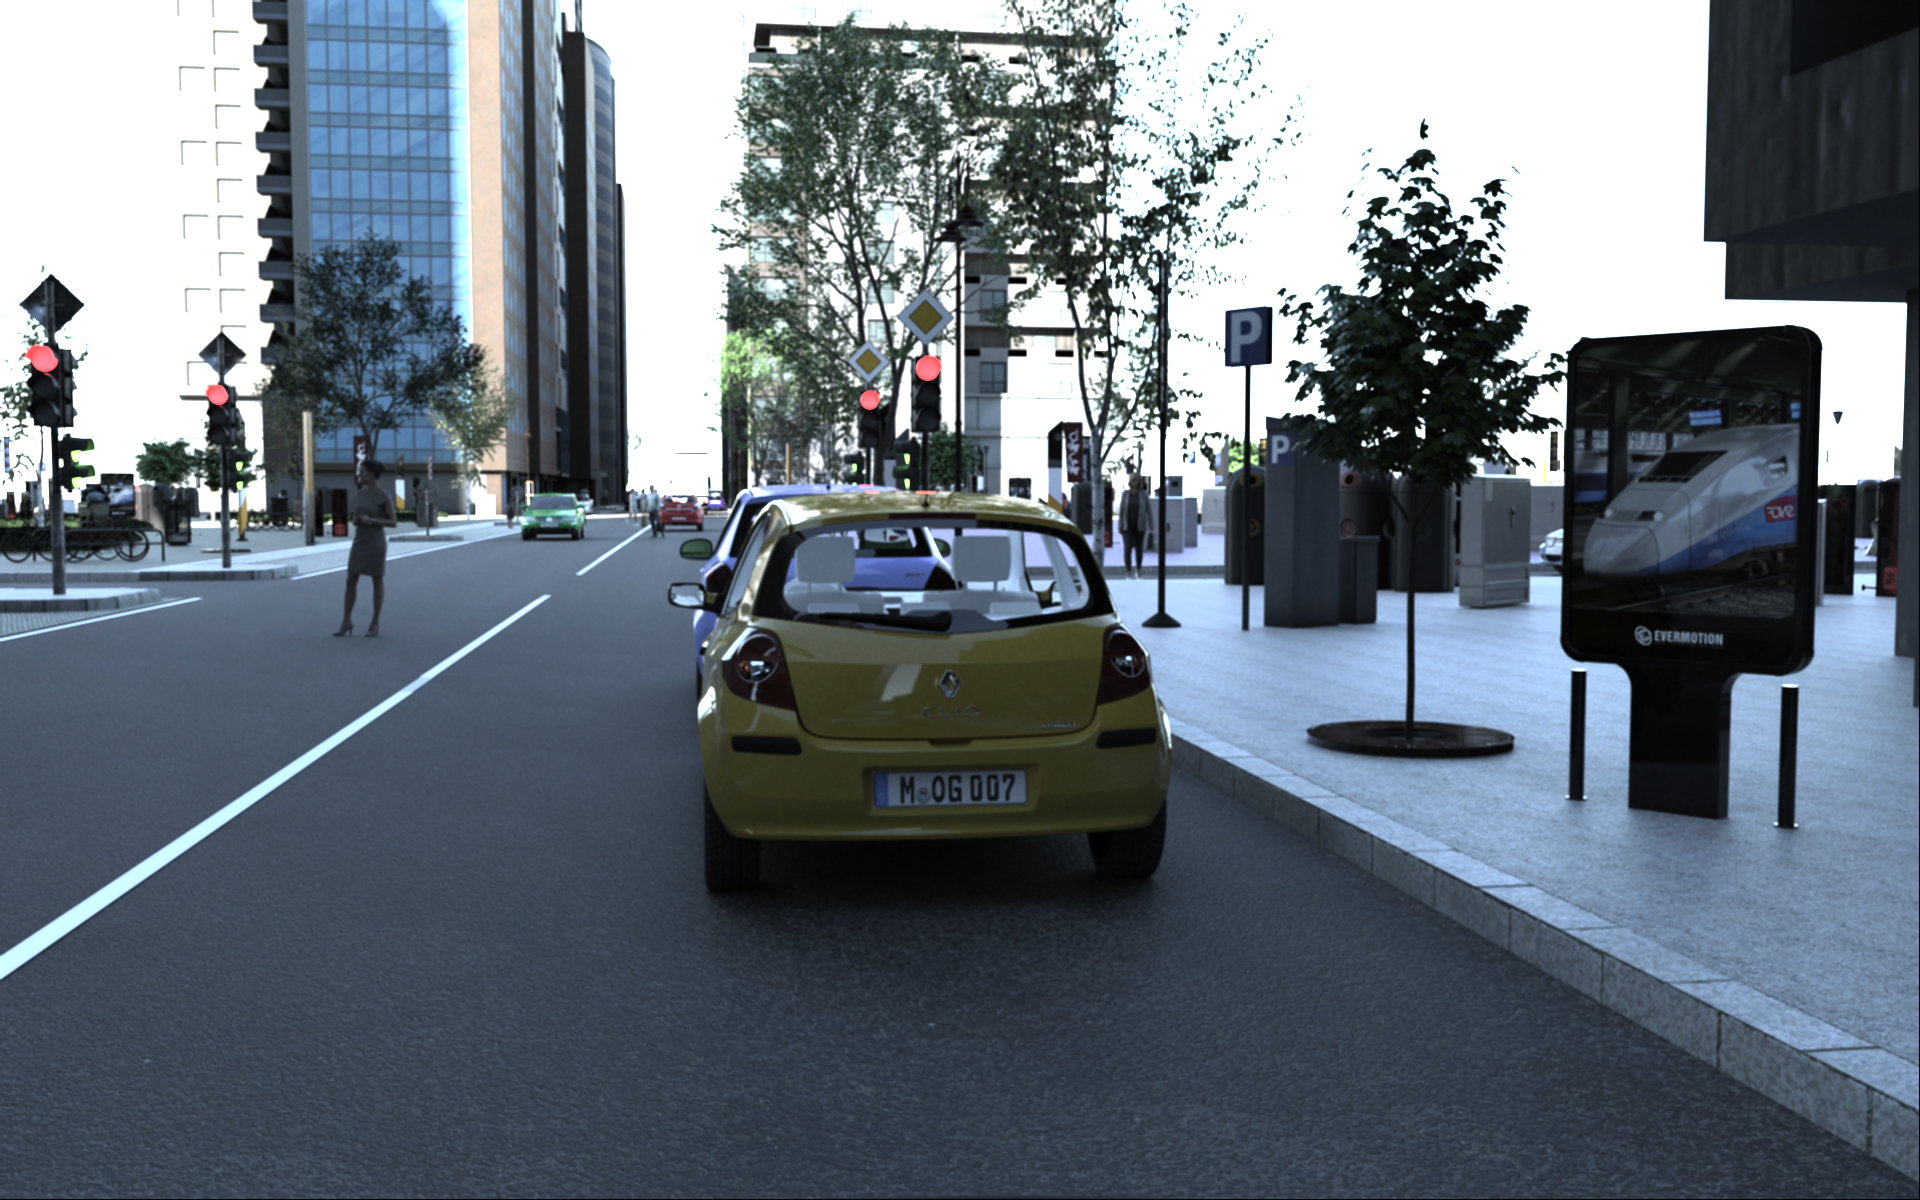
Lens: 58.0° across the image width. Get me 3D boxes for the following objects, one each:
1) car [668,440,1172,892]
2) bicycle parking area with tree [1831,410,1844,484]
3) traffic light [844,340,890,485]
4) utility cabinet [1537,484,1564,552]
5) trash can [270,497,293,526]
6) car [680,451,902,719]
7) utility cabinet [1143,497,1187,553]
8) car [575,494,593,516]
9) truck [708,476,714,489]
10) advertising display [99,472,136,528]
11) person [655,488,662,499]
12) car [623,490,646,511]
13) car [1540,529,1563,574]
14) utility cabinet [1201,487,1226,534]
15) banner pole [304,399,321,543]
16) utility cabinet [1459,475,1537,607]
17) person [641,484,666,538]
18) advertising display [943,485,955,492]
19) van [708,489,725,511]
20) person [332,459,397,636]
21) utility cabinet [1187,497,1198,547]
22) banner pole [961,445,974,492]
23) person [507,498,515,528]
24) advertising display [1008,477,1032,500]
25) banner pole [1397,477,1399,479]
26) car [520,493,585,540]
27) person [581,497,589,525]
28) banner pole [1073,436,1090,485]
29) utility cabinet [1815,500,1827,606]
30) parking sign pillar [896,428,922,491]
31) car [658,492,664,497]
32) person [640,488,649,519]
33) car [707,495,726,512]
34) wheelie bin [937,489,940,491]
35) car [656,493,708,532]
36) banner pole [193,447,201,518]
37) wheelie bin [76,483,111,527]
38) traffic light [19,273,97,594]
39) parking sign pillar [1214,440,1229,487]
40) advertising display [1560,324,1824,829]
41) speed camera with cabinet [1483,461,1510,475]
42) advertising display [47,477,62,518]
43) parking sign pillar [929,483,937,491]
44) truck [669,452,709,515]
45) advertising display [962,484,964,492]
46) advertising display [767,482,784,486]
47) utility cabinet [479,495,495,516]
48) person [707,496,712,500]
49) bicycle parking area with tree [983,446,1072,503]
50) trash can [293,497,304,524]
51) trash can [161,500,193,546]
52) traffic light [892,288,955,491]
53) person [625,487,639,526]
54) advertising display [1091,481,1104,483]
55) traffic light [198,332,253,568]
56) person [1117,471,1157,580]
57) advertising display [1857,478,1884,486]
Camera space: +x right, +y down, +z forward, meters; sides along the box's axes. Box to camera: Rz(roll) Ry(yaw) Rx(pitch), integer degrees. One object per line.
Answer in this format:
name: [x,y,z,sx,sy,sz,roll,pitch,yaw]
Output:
car: [-0.301,0.151,7.759,2.015,1.641,3.980,0,4,-8]
bicycle parking area with tree: [27.674,-4.382,58.648,8.231,4.147,9.016,-1,4,-9]
traffic light: [-1.692,-2.614,31.666,0.839,4.253,0.868,-1,4,-9]
utility cabinet: [12.798,-1.779,37.772,1.173,1.500,0.318,2,4,23]
trash can: [-27.070,-3.503,68.923,0.748,1.137,0.748,0,3,0]
car: [-0.980,-0.151,12.067,1.945,1.707,3.694,0,4,-8]
utility cabinet: [4.392,-1.640,37.970,1.020,1.237,0.306,1,4,16]
car: [-25.672,-6.397,116.600,2.014,1.417,4.499,-1,4,-9]
truck: [-36.881,-15.794,247.997,2.967,4.110,18.799,0,4,-7]
advertising display: [-25.062,-2.833,51.532,0.123,1.923,0.974,3,5,45]
person: [-20.781,-6.738,118.676,1.348,1.824,0.705,2,4,34]
car: [-28.072,-8.661,150.282,2.281,1.827,5.304,-1,4,-10]
car: [12.452,-1.122,30.354,4.499,1.417,2.014,-1,4,-10]
utility cabinet: [8.207,-2.856,55.380,0.318,1.500,1.173,-2,4,-34]
banner pole: [-17.148,-3.406,45.700,0.401,3.779,0.863,-2,4,-25]
utility cabinet: [6.129,-0.678,19.768,0.318,1.500,1.173,3,5,43]
person: [-10.002,-2.893,56.287,0.782,1.767,0.515,2,4,28]
advertising display: [-0.554,-5.459,94.464,0.123,1.923,0.974,-3,5,-41]
van: [-21.259,-8.711,149.441,2.013,2.044,4.112,-1,4,-9]
person: [-6.004,-0.527,17.465,0.599,1.781,0.374,1,4,19]
utility cabinet: [5.248,-1.888,42.036,1.020,1.237,0.306,-1,4,-17]
banner pole: [0.261,-5.403,78.354,0.863,3.779,0.401,-1,4,-11]
person: [-18.771,-3.620,72.361,0.362,1.253,0.373,2,4,28]
advertising display: [2.326,-3.785,67.106,0.974,1.923,0.123,-2,4,-27]
banner pole: [19.524,-5.271,76.201,0.863,3.779,0.401,-2,4,-33]
car: [-12.918,-2.830,55.059,1.959,1.807,4.718,-1,4,-10]
person: [-17.291,-4.072,79.321,0.590,1.304,0.306,-2,4,-26]
banner pole: [4.511,-4.592,65.090,0.863,3.779,0.401,-1,4,-13]
utility cabinet: [9.474,-0.550,20.148,1.020,1.237,0.306,3,4,36]
parking sign pillar: [-2.645,-5.017,70.495,1.447,3.967,1.447,3,5,41]
car: [-28.014,-9.250,160.834,1.945,1.707,3.694,-1,4,-9]
person: [-18.155,-5.585,100.180,0.716,1.782,0.532,1,4,23]
car: [-20.130,-7.916,142.013,1.945,1.354,3.894,-1,4,-10]
wheelie bin: [-1.466,-5.958,105.327,0.980,1.594,0.693,-3,5,-41]
car: [-10.962,-3.598,67.863,2.155,1.783,4.494,0,4,-8]
banner pole: [-40.901,-6.293,92.914,0.401,3.779,0.863,0,4,-1]
wheelie bin: [-24.217,-2.478,48.418,0.980,1.594,0.693,2,4,28]
traffic light: [-11.527,-2.029,22.087,0.839,4.253,0.868,-1,4,-9]
parking sign pillar: [12.279,-5.676,81.279,1.447,3.967,1.447,1,4,21]
advertising display: [2.893,-0.105,6.925,0.123,1.923,0.974,-3,5,-44]
speed camera with cabinet: [13.930,-3.122,45.377,0.660,3.252,2.038,2,4,28]
advertising display: [-34.427,-3.713,65.914,0.123,1.923,0.974,0,4,-4]
parking sign pillar: [-1.846,-6.016,86.827,1.447,3.967,1.447,1,4,13]
truck: [-18.819,-8.046,120.464,2.839,4.237,11.283,-1,4,-9]
advertising display: [-0.229,-5.542,95.827,0.974,1.923,0.123,-2,4,-27]
advertising display: [-9.932,-5.385,93.263,0.974,1.923,0.123,-2,4,-23]
utility cabinet: [-27.661,-5.500,101.083,0.306,1.237,1.020,3,5,39]
person: [-19.112,-7.347,129.335,1.217,1.736,0.721,0,4,5]
bicycle parking area with tree: [4.166,-7.179,104.384,8.231,4.147,9.016,0,4,6]
trash can: [-28.316,-3.841,74.448,0.748,1.137,0.748,0,3,0]
trash can: [-19.488,-1.925,43.134,0.748,1.137,0.748,0,3,0]
traffic light: [-0.494,-2.131,23.771,0.839,4.253,0.868,-1,4,-9]
person: [-14.780,-4.211,78.108,0.466,1.731,0.760,2,4,32]
advertising display: [6.517,-4.629,80.895,0.974,1.923,0.123,3,5,41]
traffic light: [-12.725,-2.511,29.982,0.839,4.253,0.868,-1,4,-9]
person: [2.947,-1.211,28.487,0.709,1.800,0.728,1,4,10]
advertising display: [36.819,-3.970,70.119,0.974,1.923,0.123,1,4,13]
